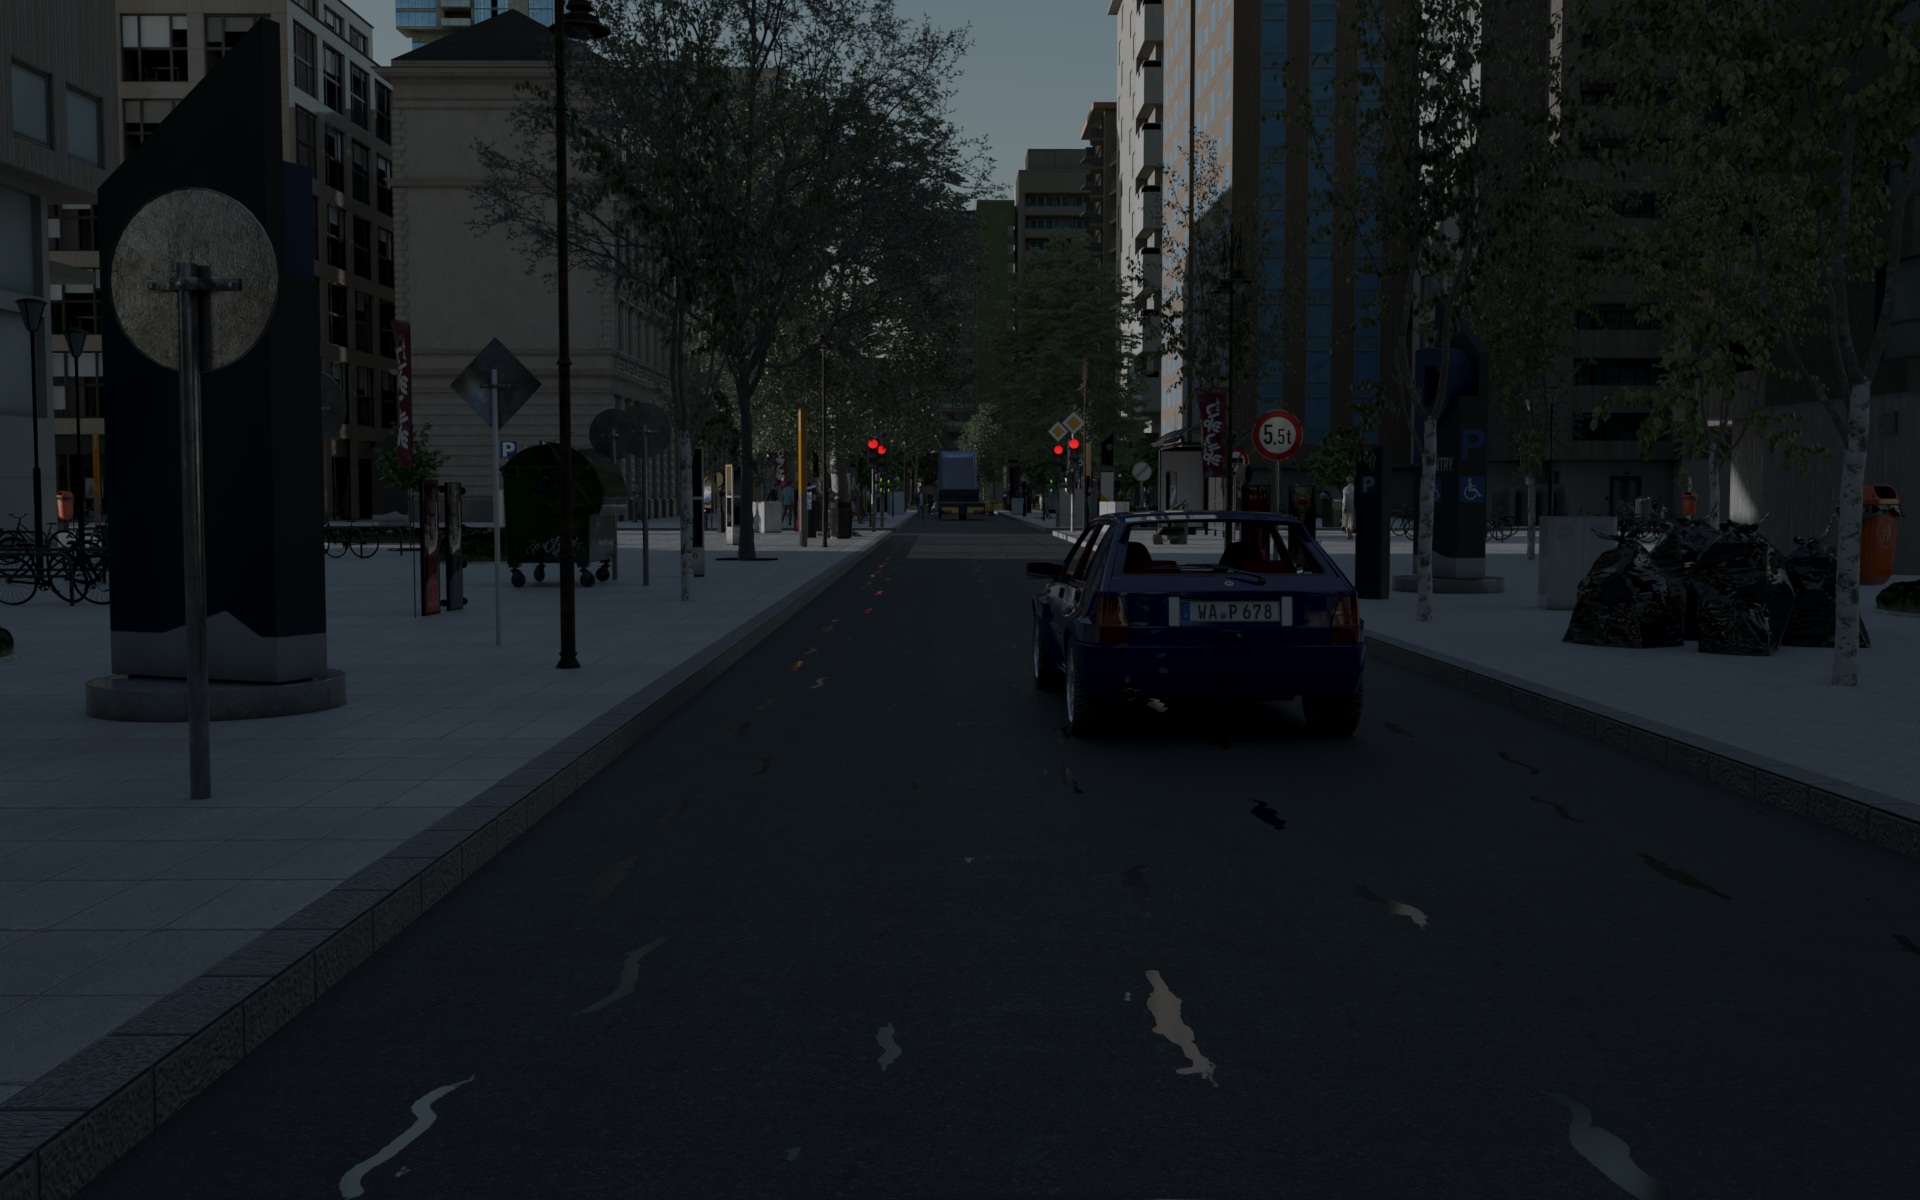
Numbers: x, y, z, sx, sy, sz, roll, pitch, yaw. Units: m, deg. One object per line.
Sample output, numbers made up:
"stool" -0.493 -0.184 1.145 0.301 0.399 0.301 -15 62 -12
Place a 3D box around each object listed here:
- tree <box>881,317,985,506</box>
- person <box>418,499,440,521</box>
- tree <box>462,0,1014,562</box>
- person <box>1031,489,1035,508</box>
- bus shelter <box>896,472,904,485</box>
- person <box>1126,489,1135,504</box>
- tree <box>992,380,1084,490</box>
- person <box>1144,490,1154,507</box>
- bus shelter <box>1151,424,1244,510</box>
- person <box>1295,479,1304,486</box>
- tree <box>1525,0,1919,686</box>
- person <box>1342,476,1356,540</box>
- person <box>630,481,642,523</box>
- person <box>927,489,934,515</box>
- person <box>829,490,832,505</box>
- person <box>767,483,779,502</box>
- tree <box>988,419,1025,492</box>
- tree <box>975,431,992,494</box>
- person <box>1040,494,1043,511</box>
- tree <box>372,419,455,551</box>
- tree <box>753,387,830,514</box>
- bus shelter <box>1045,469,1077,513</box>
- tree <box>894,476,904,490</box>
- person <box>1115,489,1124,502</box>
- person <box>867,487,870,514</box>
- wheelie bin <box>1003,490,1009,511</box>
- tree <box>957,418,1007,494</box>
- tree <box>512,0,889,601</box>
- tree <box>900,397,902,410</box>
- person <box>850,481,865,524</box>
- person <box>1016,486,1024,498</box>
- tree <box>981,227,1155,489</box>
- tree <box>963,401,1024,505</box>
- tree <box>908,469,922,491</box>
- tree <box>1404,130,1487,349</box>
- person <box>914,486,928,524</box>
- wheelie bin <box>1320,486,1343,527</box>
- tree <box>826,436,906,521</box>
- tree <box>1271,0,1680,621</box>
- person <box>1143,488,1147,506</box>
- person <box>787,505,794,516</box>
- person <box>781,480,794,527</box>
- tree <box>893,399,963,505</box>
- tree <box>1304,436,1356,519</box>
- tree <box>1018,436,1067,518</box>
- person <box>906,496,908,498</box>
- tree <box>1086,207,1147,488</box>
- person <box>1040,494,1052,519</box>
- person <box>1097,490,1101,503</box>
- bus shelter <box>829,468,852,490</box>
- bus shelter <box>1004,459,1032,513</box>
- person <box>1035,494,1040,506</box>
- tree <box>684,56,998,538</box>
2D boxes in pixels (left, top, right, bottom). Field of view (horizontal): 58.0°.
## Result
"tree" -3.701 -19.873 180.817 12.611 20.169 13.585 0 3 0
"person" -15.448 -2.692 50.234 0.709 1.800 0.728 1 4 14
"tree" -4.076 -7.495 32.920 12.009 13.543 11.850 0 3 0
"person" 6.490 -9.178 156.631 0.750 1.759 0.617 2 4 30
"bus shelter" -5.472 -8.779 137.452 2.014 3.302 5.546 0 4 0
"person" 14.793 -8.784 150.194 0.750 1.759 0.617 -1 4 -12
"tree" 4.942 -9.423 104.431 4.360 8.622 3.978 0 3 0
"person" 12.753 -6.792 116.870 0.659 1.850 0.755 1 4 14
"bus shelter" 7.040 -3.541 51.820 2.014 3.302 5.546 0 4 0
"person" 10.101 -2.714 51.261 0.643 1.720 0.563 -3 4 -37
"tree" 5.979 -3.748 11.638 4.737 8.622 4.395 0 3 0
"person" 10.966 -2.590 48.612 0.478 1.798 0.641 1 4 18
"person" -14.483 -4.395 77.713 0.655 1.846 0.447 1 4 11
"person" -2.114 -6.778 119.747 0.534 1.772 0.576 1 4 21
"person" -14.806 -11.762 199.027 0.551 1.740 0.621 -1 4 -15
"person" -9.660 -5.182 90.540 0.755 1.850 0.659 -2 4 -31
"tree" 4.418 -12.861 160.635 4.737 8.622 4.395 0 3 0
"tree" 3.089 -14.743 191.407 4.360 8.622 3.978 0 3 0
"person" 6.061 -7.242 128.721 0.394 1.301 0.425 -2 4 -33
"tree" -12.560 -2.733 39.294 1.663 3.219 1.824 0 3 0
"tree" -11.775 -9.905 112.313 4.737 8.622 4.395 0 3 0
"bus shelter" 6.409 -7.244 112.370 2.014 3.302 5.546 0 4 -1
"tree" -5.090 -8.225 129.078 1.663 3.219 1.824 0 3 0
"person" 14.395 -9.126 155.980 0.721 1.736 1.217 -3 4 -37
"person" -6.112 -6.360 110.696 0.598 1.740 0.731 3 4 36
"wheelie bin" 3.743 -7.680 133.469 0.693 1.594 0.980 2 4 27
"tree" 3.191 -17.902 218.458 9.928 11.665 9.643 0 3 0
"tree" -3.040 -4.296 20.604 4.360 8.622 3.978 0 3 0
"tree" -4.709 -7.818 78.189 4.360 8.622 3.978 0 3 0
"person" -4.463 -4.177 74.301 0.822 1.834 0.622 -1 4 -12
"person" 3.956 -6.601 114.139 0.661 1.801 0.590 1 4 21
"tree" 4.340 -9.568 74.569 7.486 12.596 7.792 0 3 0
"tree" 4.013 -17.775 207.629 9.611 12.733 9.660 0 3 0
"tree" -5.444 -15.842 209.378 4.737 8.622 4.395 0 3 0
"tree" 10.964 -5.098 33.715 4.737 8.622 4.395 0 3 0
"person" -1.807 -4.504 82.127 0.794 1.824 0.713 0 4 5
"wheelie bin" 14.298 -3.605 66.846 0.980 1.594 0.693 -3 5 -39
"tree" -4.472 -6.468 89.459 4.285 4.588 4.351 0 3 0
"tree" 4.873 -4.103 17.444 4.360 8.622 3.978 0 3 0
"person" 14.946 -8.096 138.514 0.694 1.812 0.767 1 4 10
"person" -9.414 -5.315 97.223 0.640 1.303 0.475 0 4 -2
"person" -6.809 -3.794 68.101 0.660 1.820 0.620 2 4 32
"tree" -5.312 -17.057 195.889 9.611 12.733 9.660 0 3 0
"tree" 19.478 -6.472 89.536 4.285 4.588 4.351 0 3 0
"tree" 4.721 -6.668 92.738 4.285 4.588 4.351 0 3 0
"person" -5.220 -8.944 152.984 1.217 1.736 0.721 -1 4 -13
"tree" 5.296 -5.146 34.500 4.360 8.622 3.978 0 3 0
"person" 4.384 -4.762 88.169 0.640 1.303 0.475 1 4 14
"person" 14.006 -10.313 175.574 0.541 1.710 0.530 0 4 6
"bus shelter" -6.824 -6.807 105.223 2.014 3.302 5.546 0 4 -1
"bus shelter" 4.011 -7.821 119.158 1.731 3.624 6.357 0 4 0
"person" 8.266 -10.639 183.183 0.628 1.438 0.799 1 4 11
"tree" -3.586 -8.775 50.128 9.857 13.997 8.962 0 3 0
